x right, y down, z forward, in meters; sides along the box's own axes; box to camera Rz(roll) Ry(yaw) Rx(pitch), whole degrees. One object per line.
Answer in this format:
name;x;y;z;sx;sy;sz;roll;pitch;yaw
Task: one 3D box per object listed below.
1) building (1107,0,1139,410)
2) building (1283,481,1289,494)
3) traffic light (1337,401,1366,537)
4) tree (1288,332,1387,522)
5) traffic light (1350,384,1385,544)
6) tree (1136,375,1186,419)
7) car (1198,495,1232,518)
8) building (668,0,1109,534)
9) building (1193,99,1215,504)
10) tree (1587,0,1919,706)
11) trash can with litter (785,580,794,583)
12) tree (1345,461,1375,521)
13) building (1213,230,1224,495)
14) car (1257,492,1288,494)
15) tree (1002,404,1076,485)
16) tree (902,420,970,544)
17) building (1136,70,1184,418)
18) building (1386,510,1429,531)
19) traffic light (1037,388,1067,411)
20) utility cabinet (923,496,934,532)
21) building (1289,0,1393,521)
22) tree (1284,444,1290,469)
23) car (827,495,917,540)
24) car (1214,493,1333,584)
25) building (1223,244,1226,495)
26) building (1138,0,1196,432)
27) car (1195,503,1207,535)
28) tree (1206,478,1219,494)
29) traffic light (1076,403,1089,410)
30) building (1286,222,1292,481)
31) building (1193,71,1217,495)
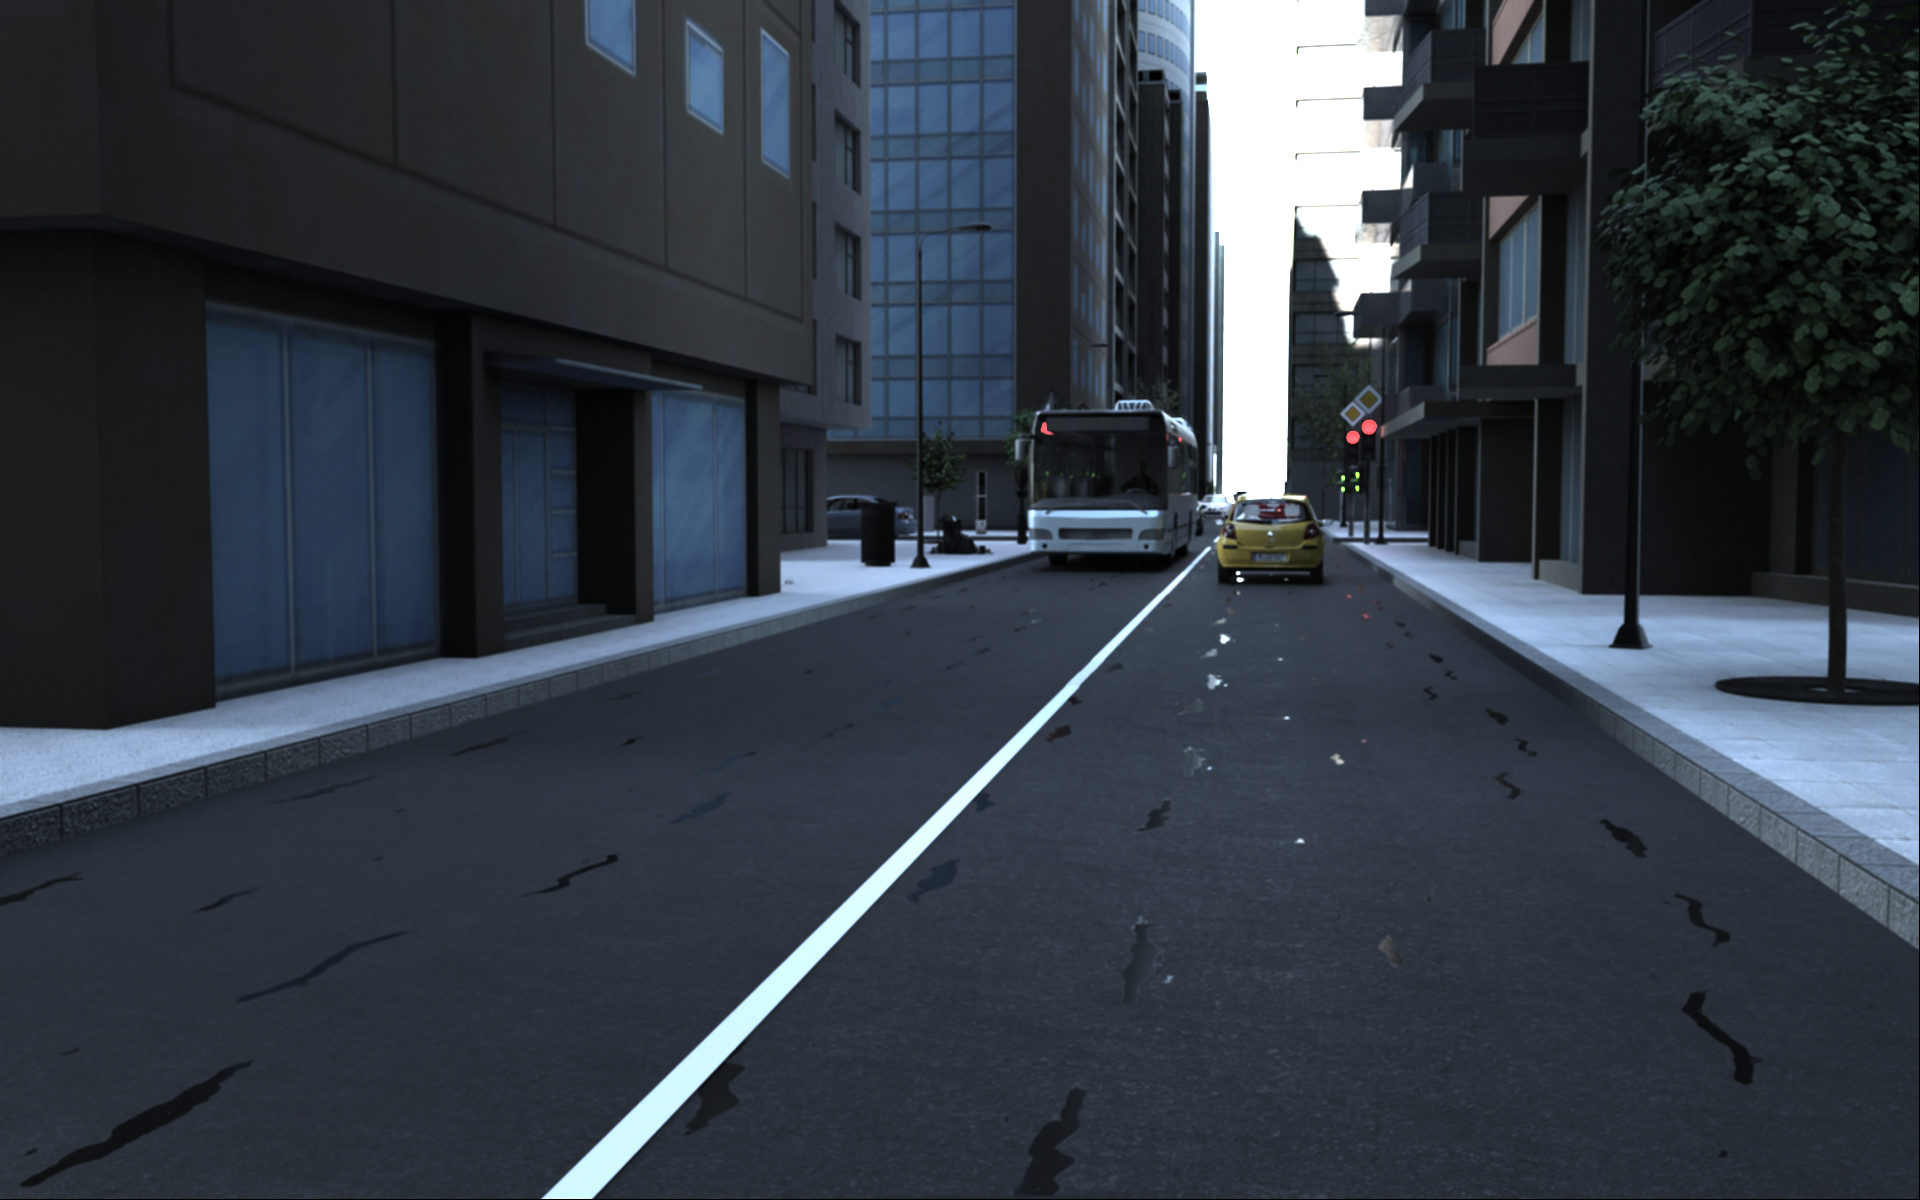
building;1.091;-39.925;91.025;20.563;71.187;20.611;1;4;10
building;64.336;-34.397;254.278;32.217;40.220;23.993;1;4;10
traffic light;11.792;-3.870;52.189;0.839;4.253;0.868;1;4;10
tree;16.986;-7.813;78.106;4.737;8.622;4.395;0;3;0
traffic light;10.418;-3.389;44.323;0.839;4.253;0.868;1;4;10
tree;11.825;-9.550;106.509;4.360;8.622;3.978;0;3;0
car;15.372;-5.631;104.420;2.083;1.381;4.827;1;4;12
building;-1.799;-25.472;66.577;14.600;45.320;14.200;1;4;10
building;20.960;-33.268;194.038;14.600;45.320;14.200;1;4;10
tree;5.708;-1.677;11.133;4.285;4.588;4.351;0;3;0
trash can with litter;-3.496;-0.827;24.582;2.233;1.210;1.678;0;4;0
tree;18.403;-5.319;81.561;1.663;3.219;1.824;0;3;0
building;32.071;-35.404;262.451;14.154;41.232;14.086;1;4;10
car;11.365;-3.305;63.080;2.155;1.783;4.494;1;4;8
tree;3.012;-4.498;57.253;4.285;4.588;4.351;0;3;0
tree;-0.525;-3.088;45.085;1.663;3.219;1.824;0;3;0
building;8.005;-21.277;119.577;14.160;30.474;14.107;1;4;10
building;29.576;-26.968;60.530;30.456;49.044;23.786;1;4;10
traffic light;2.425;-3.473;45.698;0.839;4.253;0.868;1;4;10
utility cabinet;-1.169;-2.929;59.049;0.306;1.237;1.020;1;4;17
building;24.155;-24.763;88.463;14.154;41.232;14.086;1;4;10
tree;42.173;-16.168;214.709;4.360;8.622;3.978;0;3;0
car;-3.510;-2.355;50.509;4.499;1.417;2.014;1;4;11
car;5.272;-1.163;29.234;2.015;1.641;3.980;1;4;11
building;35.030;-36.272;276.642;14.154;41.232;14.086;1;4;10
building;8.205;-36.724;142.435;21.231;58.520;28.212;1;4;10
car;7.767;-3.067;61.943;2.131;1.459;4.920;1;4;9
tree;29.613;-12.787;203.665;1.663;3.219;1.824;0;3;0
traffic light;3.799;-3.954;53.564;0.839;4.253;0.868;1;4;10
building;58.951;-38.195;274.596;14.600;45.320;14.200;1;4;10
building;24.659;-56.688;239.518;22.319;86.520;31.000;1;4;10
